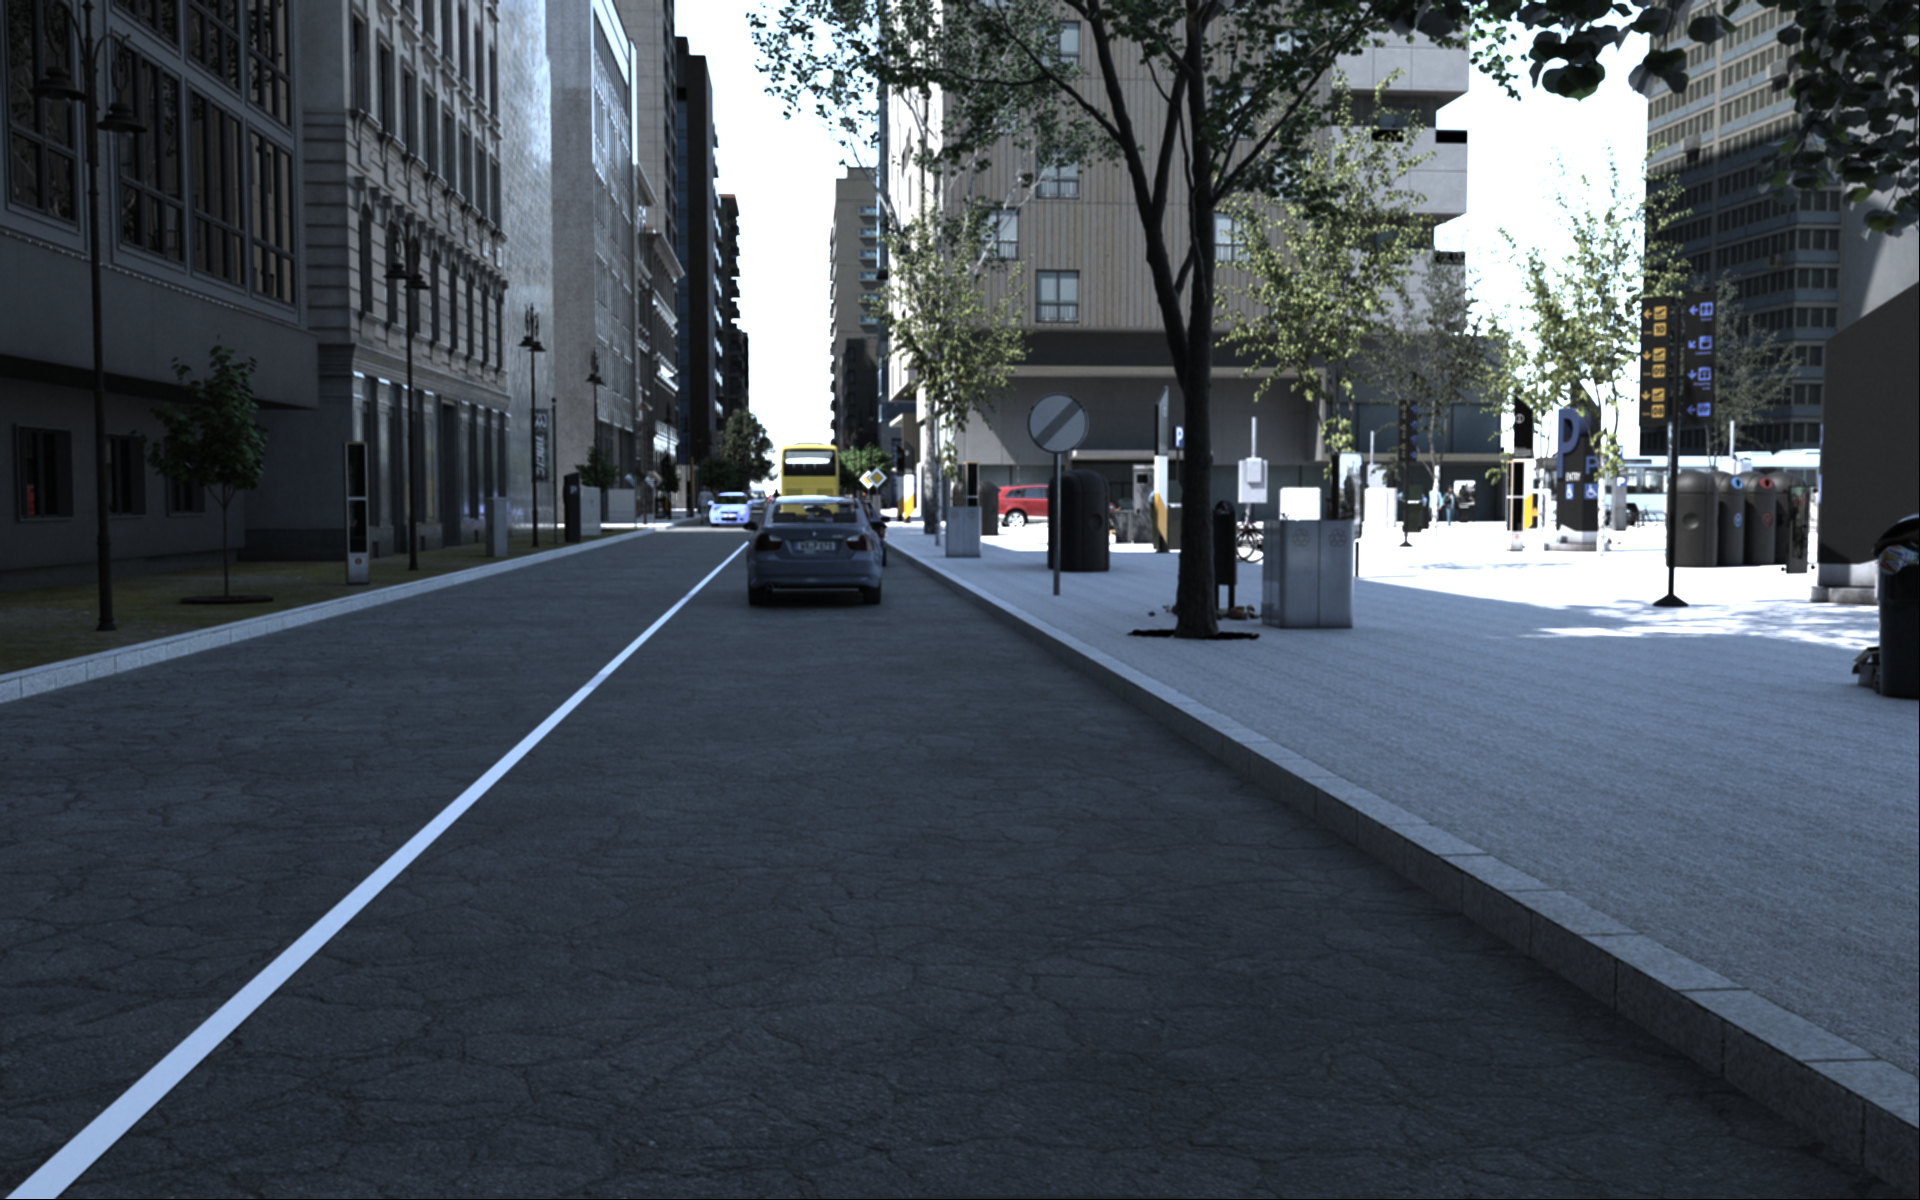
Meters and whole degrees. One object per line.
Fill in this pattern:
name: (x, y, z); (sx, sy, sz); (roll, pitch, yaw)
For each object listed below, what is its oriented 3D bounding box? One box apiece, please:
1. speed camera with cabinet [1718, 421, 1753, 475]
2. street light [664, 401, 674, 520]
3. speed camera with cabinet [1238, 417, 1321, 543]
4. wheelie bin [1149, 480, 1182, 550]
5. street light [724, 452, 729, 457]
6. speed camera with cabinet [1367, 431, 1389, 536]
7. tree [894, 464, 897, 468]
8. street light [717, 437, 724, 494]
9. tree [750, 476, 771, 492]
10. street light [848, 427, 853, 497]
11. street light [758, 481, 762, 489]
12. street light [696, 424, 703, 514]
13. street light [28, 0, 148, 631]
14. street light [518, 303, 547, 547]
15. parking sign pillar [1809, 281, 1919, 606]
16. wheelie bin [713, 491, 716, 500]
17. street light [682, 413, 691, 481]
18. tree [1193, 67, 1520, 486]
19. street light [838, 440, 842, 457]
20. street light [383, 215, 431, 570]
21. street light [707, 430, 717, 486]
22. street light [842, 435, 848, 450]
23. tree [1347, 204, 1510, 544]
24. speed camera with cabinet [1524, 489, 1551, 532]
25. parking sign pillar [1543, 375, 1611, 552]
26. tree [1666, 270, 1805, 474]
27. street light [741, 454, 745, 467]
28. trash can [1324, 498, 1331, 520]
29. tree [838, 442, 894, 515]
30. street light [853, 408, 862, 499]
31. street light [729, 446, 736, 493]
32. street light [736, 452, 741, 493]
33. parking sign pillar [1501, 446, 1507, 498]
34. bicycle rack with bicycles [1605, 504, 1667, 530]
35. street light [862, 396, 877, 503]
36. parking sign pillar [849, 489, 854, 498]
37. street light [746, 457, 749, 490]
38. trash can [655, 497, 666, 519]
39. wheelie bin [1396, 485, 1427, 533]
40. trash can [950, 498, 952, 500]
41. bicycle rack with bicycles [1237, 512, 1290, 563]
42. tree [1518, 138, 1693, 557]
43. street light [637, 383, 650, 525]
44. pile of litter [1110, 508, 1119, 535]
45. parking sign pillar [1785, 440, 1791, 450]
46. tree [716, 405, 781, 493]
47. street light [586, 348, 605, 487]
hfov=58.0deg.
speed camera with cabinet: (21.376, -3.182, 46.365); (0.660, 3.252, 2.038); (-2, 4, -32)
street light: (-14.473, -6.932, 86.121); (0.468, 5.910, 1.993); (0, 4, -5)
speed camera with cabinet: (8.261, -3.086, 44.786); (2.038, 3.252, 0.660); (0, 4, 2)
wheelie bin: (4.761, -1.956, 39.882); (0.980, 1.594, 0.693); (-2, 4, -34)
street light: (-20.300, -10.749, 148.535); (0.468, 5.910, 1.993); (0, 4, -5)
speed camera with cabinet: (12.960, -3.631, 53.696); (0.660, 3.252, 2.038); (1, 4, 13)
tree: (-7.739, -8.912, 129.419); (4.285, 4.588, 4.351); (0, 3, 0)
street light: (-19.323, -10.127, 138.371); (0.468, 5.910, 1.993); (0, 4, -5)
tree: (-34.803, -21.709, 305.298); (4.360, 8.622, 3.978); (0, 3, 0)
street light: (-6.407, -8.129, 105.703); (0.468, 5.910, 1.993); (0, 4, -5)
street light: (-31.373, -18.164, 269.768); (0.468, 5.910, 1.993); (0, 4, -5)
street light: (-16.848, -8.513, 111.982); (0.468, 5.910, 1.993); (0, 4, -5)
street light: (-8.030, -2.650, 16.118); (0.468, 5.910, 1.993); (0, 4, -5)
street light: (-10.358, -4.238, 42.077); (0.468, 5.910, 1.993); (0, 4, -5)
parking sign pillar: (10.874, -1.954, 20.419); (1.447, 3.967, 1.447); (1, 4, 22)
wheelie bin: (-18.452, -7.359, 128.229); (0.693, 1.594, 0.980); (2, 4, 25)
street light: (-15.618, -7.723, 99.055); (0.468, 5.910, 1.993); (0, 4, -5)
tree: (6.151, -4.820, 29.178); (4.737, 8.622, 4.395); (0, 3, 0)
street light: (-8.867, -9.767, 132.484); (0.468, 5.910, 1.993); (0, 4, -5)
street light: (-9.223, -3.441, 29.048); (0.468, 5.910, 1.993); (0, 4, -5)
street light: (-18.042, -9.329, 125.310); (0.468, 5.910, 1.993); (0, 4, -5)
street light: (-7.668, -8.954, 119.183); (0.468, 5.910, 1.993); (0, 4, -5)
tree: (12.245, -5.772, 44.733); (4.360, 8.622, 3.978); (0, 3, 0)
speed camera with cabinet: (19.940, -3.922, 58.454); (2.038, 3.252, 0.660); (0, 4, 5)
parking sign pillar: (13.848, -3.076, 38.765); (1.447, 3.967, 1.447); (0, 4, -6)
tree: (24.839, -6.495, 56.553); (4.360, 8.622, 3.978); (0, 3, 0)
street light: (-23.863, -13.155, 187.873); (0.468, 5.910, 1.993); (0, 4, -5)
trash can: (12.780, -2.893, 58.950); (0.748, 1.137, 0.748); (0, 3, 0)
tree: (-7.008, -7.943, 113.587); (4.285, 4.588, 4.351); (0, 3, 0)
street light: (-5.317, -7.338, 92.763); (0.468, 5.910, 1.993); (0, 4, -5)
street light: (-21.501, -11.573, 162.011); (0.468, 5.910, 1.993); (0, 4, -5)
street light: (-22.686, -12.364, 174.942); (0.468, 5.910, 1.993); (0, 4, -5)
parking sign pillar: (31.436, -6.898, 101.261); (1.447, 3.967, 1.447); (2, 4, 26)
bicycle rack with bicycles: (24.165, -3.035, 63.008); (2.925, 0.926, 2.852); (-1, 4, -9)
street light: (-4.098, -6.547, 79.836); (0.468, 5.910, 1.993); (0, 4, -5)
parking sign pillar: (-8.817, -9.358, 141.469); (1.447, 3.967, 1.447); (0, 4, -5)
street light: (-25.097, -13.946, 200.800); (0.468, 5.910, 1.993); (0, 4, -5)
trash can: (-15.734, -4.834, 90.693); (0.748, 1.137, 0.748); (0, 3, 0)
wheelie bin: (14.966, -3.028, 57.419); (0.980, 1.594, 0.693); (1, 4, 15)
trash can: (-0.009, -3.278, 65.248); (0.748, 1.137, 0.748); (0, 3, 0)
bicycle rack with bicycles: (5.859, -1.209, 33.154); (2.925, 0.926, 2.852); (1, 4, 15)
tree: (12.890, -5.187, 35.167); (4.737, 8.622, 4.395); (0, 3, 0)
street light: (-13.173, -6.085, 72.285); (0.468, 5.910, 1.993); (0, 4, -5)
pile of litter: (4.988, -2.467, 54.296); (1.719, 0.858, 1.176); (1, 4, 22)
parking sign pillar: (41.718, -6.022, 86.934); (1.447, 3.967, 1.447); (3, 4, 38)
tree: (-27.453, -18.686, 222.530); (9.611, 12.733, 9.660); (0, 3, 0)
street light: (-11.559, -5.029, 55.006); (0.468, 5.910, 1.993); (0, 4, -5)
